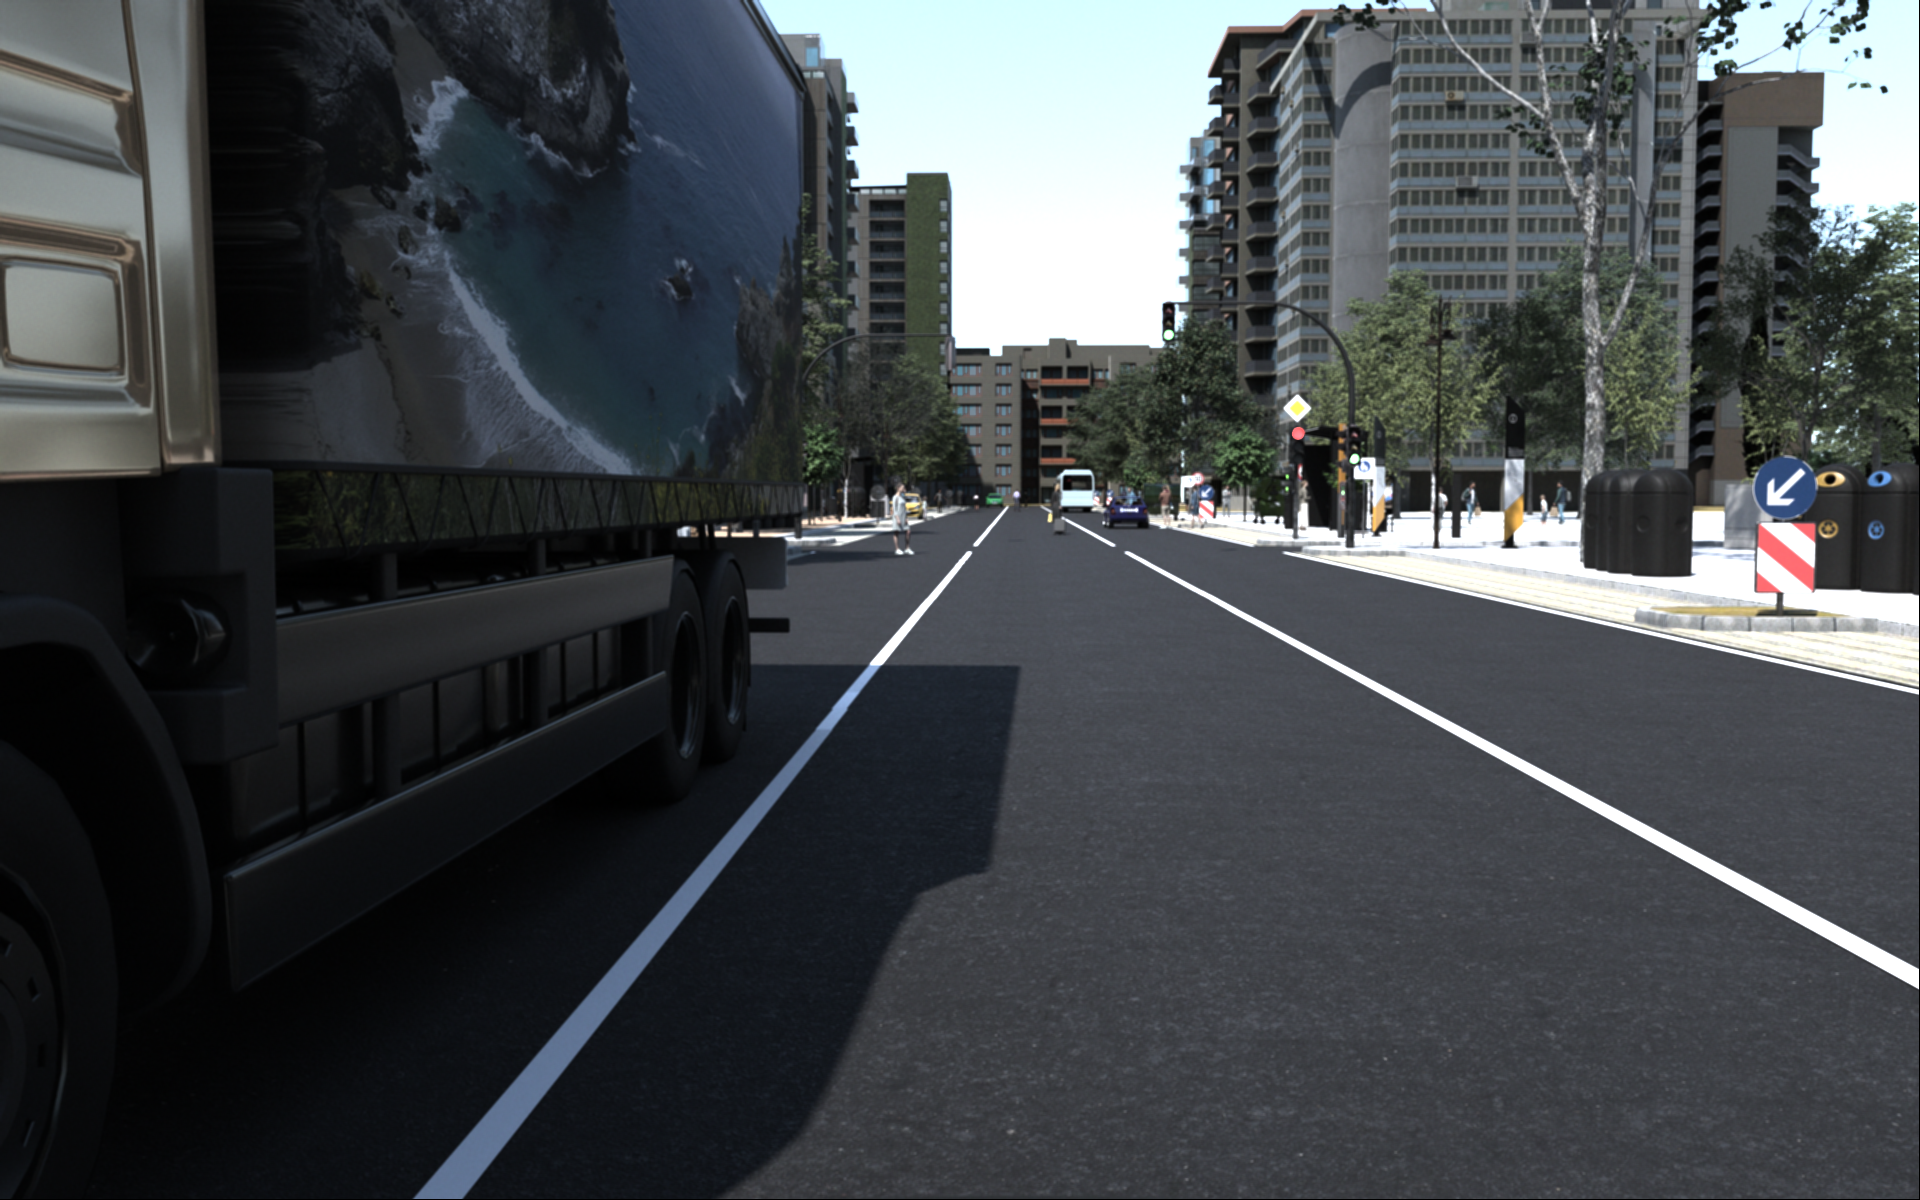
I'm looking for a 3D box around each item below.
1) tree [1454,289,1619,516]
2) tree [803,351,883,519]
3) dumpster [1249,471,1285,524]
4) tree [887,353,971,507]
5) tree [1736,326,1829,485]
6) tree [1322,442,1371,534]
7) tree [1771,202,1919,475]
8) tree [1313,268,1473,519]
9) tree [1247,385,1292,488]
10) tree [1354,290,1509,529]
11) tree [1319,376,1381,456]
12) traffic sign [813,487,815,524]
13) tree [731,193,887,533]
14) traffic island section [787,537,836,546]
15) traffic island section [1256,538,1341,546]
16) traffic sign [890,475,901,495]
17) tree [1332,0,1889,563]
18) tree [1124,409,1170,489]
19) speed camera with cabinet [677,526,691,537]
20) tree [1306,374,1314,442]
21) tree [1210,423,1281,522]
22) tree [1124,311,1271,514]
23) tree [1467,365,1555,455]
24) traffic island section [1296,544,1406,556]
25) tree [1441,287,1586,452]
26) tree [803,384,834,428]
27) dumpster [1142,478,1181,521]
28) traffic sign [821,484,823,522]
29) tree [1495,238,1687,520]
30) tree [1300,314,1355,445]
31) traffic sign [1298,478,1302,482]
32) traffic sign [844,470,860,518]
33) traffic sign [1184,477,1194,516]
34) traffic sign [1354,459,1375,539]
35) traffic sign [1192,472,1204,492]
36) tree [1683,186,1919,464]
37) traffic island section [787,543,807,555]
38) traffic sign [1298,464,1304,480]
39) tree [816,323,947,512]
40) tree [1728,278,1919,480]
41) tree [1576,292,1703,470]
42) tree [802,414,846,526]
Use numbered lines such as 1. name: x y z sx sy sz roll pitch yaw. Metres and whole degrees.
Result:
1. tree: 34.022 -11.773 102.864 12.009 13.543 11.850 0 3 0
2. tree: -5.931 -8.512 89.527 4.360 8.622 3.978 0 3 0
3. dumpster: 13.203 -4.356 73.715 1.502 2.255 1.985 0 4 2
4. tree: -3.801 -13.566 139.932 7.486 12.596 7.792 0 3 0
5. tree: 36.106 -7.702 76.284 4.737 8.622 4.395 0 3 0
6. tree: 12.826 -3.773 56.288 1.663 3.219 1.824 0 3 0
7. tree: 35.882 -9.141 67.578 7.486 12.596 7.792 0 3 0
8. tree: 22.163 -10.325 86.942 7.486 12.596 7.792 0 3 0
9. tree: 20.579 -10.218 117.419 4.360 8.622 3.978 0 3 0
10. tree: 17.541 -6.896 63.111 4.737 8.622 4.395 0 3 0
11. tree: 24.384 -9.705 109.034 4.360 8.622 3.978 0 3 0
12. traffic sign: -6.193 -4.368 73.543 0.606 2.300 0.079 0 4 7
13. tree: -7.416 -8.537 57.702 7.486 12.596 7.792 0 3 0
14. traffic island section: -4.629 -1.661 49.433 2.009 0.180 2.903 0 4 2
15. traffic island section: 9.504 -1.631 48.955 2.009 0.180 2.903 0 4 2
16. traffic sign: -4.279 -7.039 115.185 0.768 2.556 0.104 0 4 5
17. tree: 10.743 -10.701 30.858 12.611 20.169 13.585 0 3 0
18. tree: 13.952 -10.493 121.915 4.737 8.622 4.395 0 3 0
19. speed camera with cabinet: -7.530 -2.886 41.519 2.038 3.252 0.660 -1 4 -19
20. tree: 27.357 -12.298 119.202 7.486 12.596 7.792 0 3 0
21. tree: 12.983 -5.850 79.368 4.285 4.588 4.351 0 3 0
22. tree: 14.885 -11.728 108.762 9.611 12.733 9.660 0 3 0
23. tree: 37.370 -11.606 115.513 9.928 11.665 9.643 0 3 0
24. traffic island section: 9.236 -1.143 40.974 2.009 0.180 2.903 0 4 2
25. tree: 25.245 -8.740 77.317 7.601 10.594 8.767 -3 5 -44
26. tree: -10.248 -9.933 112.762 4.737 8.622 4.395 0 3 0
27. dumpster: 10.704 -5.337 92.208 1.985 2.255 1.502 0 4 1
28. traffic sign: -6.296 -4.808 78.722 0.768 2.556 0.104 1 4 9
29. tree: 31.655 -11.043 87.203 9.857 13.997 8.962 0 3 0
30. tree: 16.852 -7.351 70.544 4.737 8.622 4.395 0 3 0
31. traffic sign: 14.636 -4.497 73.634 0.768 2.556 0.104 1 4 10
32. traffic sign: -5.736 -5.639 92.203 0.884 2.594 0.081 1 4 10
33. traffic sign: 13.172 -5.957 99.518 0.606 2.300 0.079 1 4 11
34. traffic sign: 11.451 -2.874 49.126 0.606 2.300 0.079 0 4 6
35. traffic sign: 13.744 -6.122 100.204 0.768 2.556 0.104 1 4 8
36. tree: 25.847 -7.274 53.341 7.601 10.594 8.767 -2 4 -24
37. traffic island section: -4.898 -1.173 41.453 2.009 0.180 2.903 0 4 2
38. traffic sign: 13.612 -4.166 68.222 0.768 2.556 0.104 1 4 10
39. tree: -5.395 -13.042 123.610 12.009 13.543 11.850 0 3 0
40. tree: 56.588 -12.609 107.983 18.604 14.587 13.155 -1 4 -19
41. tree: 24.819 -6.923 63.560 4.737 8.622 4.395 0 3 0
42. tree: -6.122 -5.309 70.518 4.285 4.588 4.351 0 3 0
